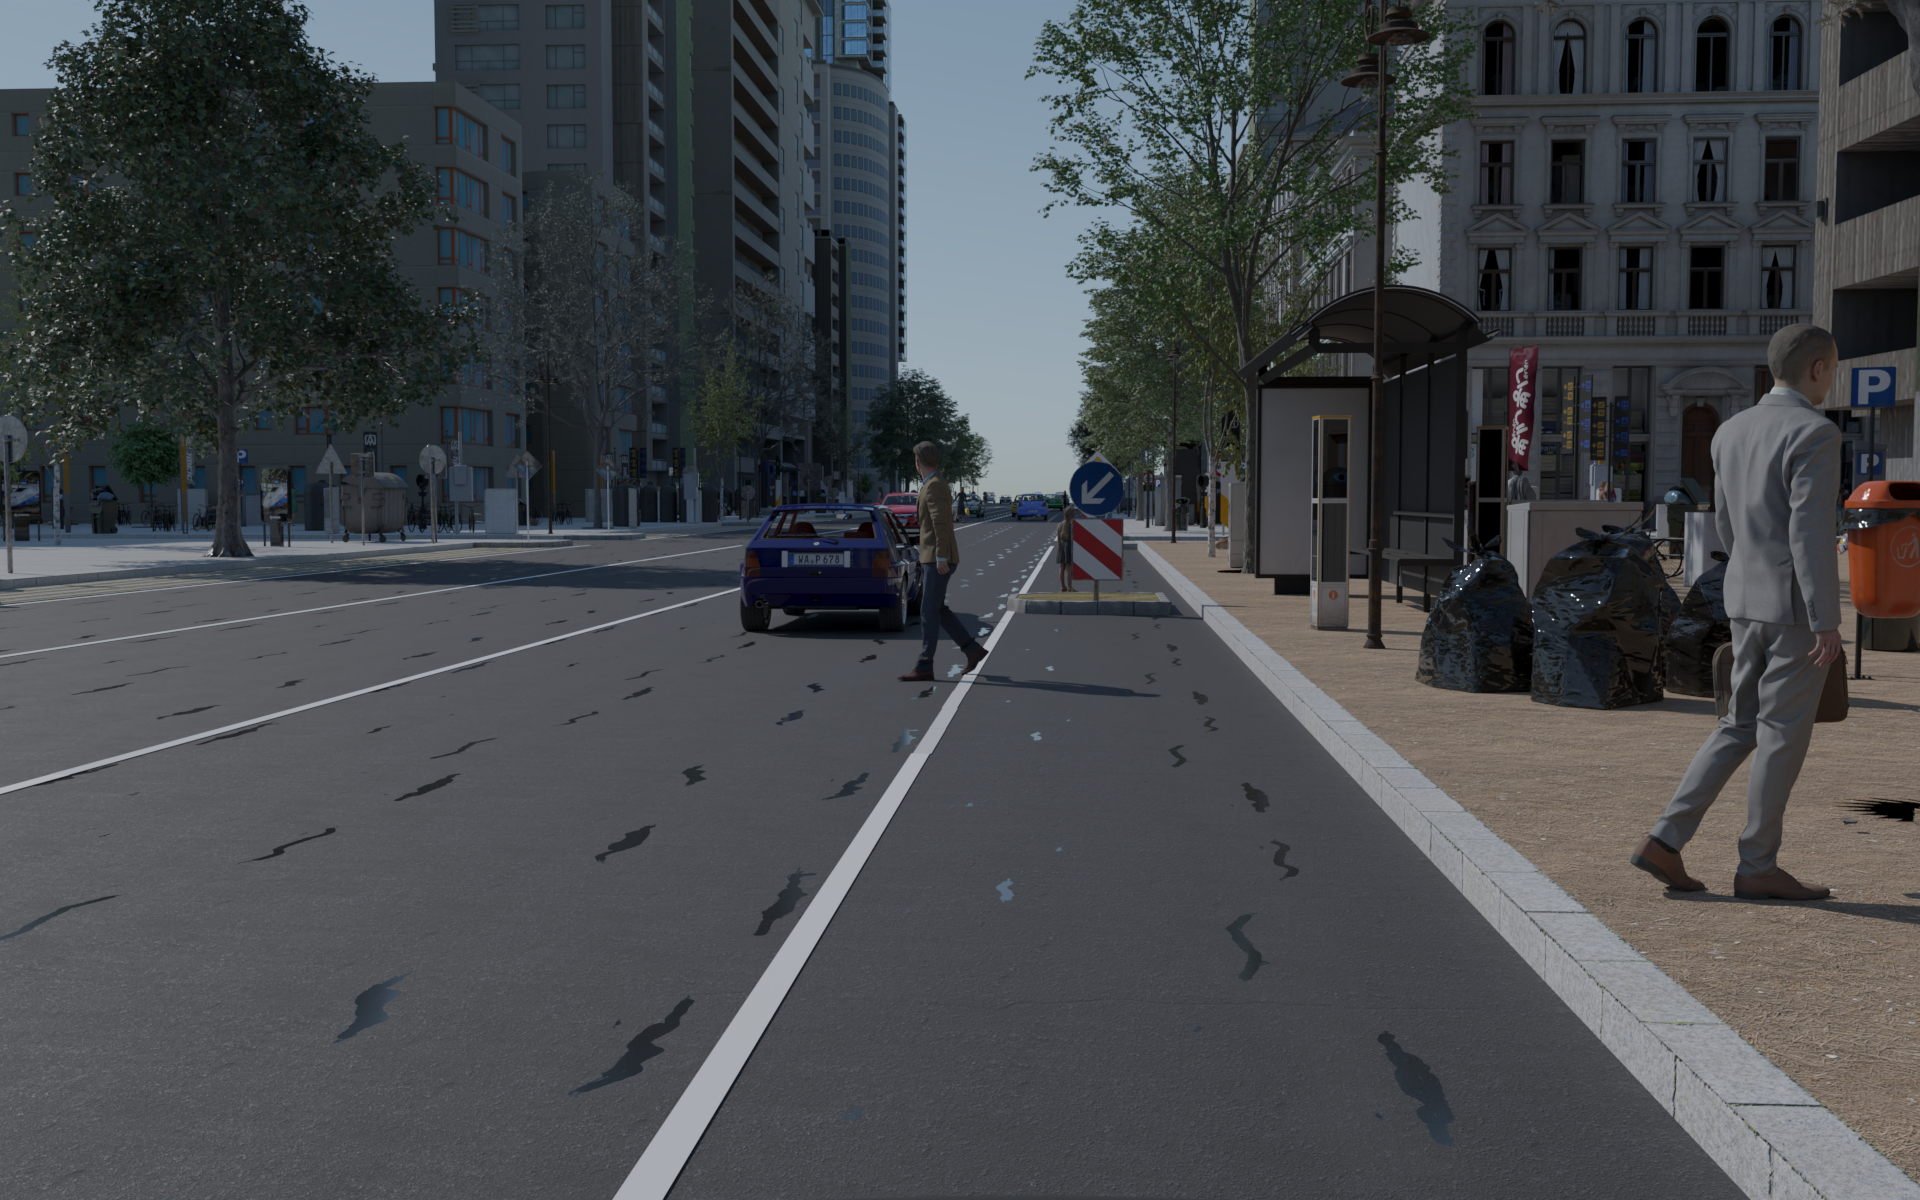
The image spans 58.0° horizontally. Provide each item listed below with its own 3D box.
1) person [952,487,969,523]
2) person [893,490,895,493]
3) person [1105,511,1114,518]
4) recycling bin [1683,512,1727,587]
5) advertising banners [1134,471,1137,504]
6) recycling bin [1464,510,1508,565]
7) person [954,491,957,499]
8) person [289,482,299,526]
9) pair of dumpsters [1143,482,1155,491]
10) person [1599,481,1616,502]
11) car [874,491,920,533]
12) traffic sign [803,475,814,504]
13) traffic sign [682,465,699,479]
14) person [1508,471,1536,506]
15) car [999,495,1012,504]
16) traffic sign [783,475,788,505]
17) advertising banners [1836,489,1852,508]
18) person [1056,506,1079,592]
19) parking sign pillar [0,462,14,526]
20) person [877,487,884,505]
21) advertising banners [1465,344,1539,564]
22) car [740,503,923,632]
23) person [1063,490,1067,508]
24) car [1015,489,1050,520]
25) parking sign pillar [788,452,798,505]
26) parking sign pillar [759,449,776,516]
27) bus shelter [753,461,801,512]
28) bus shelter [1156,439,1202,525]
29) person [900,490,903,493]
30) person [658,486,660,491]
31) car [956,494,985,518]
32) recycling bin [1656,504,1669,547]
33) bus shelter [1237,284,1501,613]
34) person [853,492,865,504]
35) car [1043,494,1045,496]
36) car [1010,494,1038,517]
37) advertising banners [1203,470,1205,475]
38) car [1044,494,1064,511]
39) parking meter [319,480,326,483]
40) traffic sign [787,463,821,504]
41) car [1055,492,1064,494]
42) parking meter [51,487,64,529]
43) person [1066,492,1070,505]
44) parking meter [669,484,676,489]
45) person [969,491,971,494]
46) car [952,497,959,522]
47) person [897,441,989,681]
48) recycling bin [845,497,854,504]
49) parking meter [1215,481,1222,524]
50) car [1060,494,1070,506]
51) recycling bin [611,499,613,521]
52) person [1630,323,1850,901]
[{"bbox_3d":[-0.299,-4.644,84.652,1.509,1.804,0.699,1,4,10],"label":"person"},{"bbox_3d":[-8.000,-12.242,206.900,0.721,1.736,1.217,-1,4,-21],"label":"person"},{"bbox_3d":[4.930,-2.964,56.972,0.388,1.821,0.555,0,4,3],"label":"person"},{"bbox_3d":[10.403,-0.683,23.726,0.722,1.027,0.722,0,4,3],"label":"recycling bin"},{"bbox_3d":[13.439,-8.007,127.103,2.074,3.025,0.090,2,4,27],"label":"advertising banners"},{"bbox_3d":[8.302,-0.902,27.300,0.722,1.027,0.722,-2,4,-31],"label":"recycling bin"},{"bbox_3d":[-0.640,-14.129,237.727,0.621,1.740,0.551,-3,4,-38],"label":"person"},{"bbox_3d":[-26.897,-3.874,69.622,0.600,1.795,0.529,-2,4,-25],"label":"person"},{"bbox_3d":[11.777,-6.400,107.130,1.574,2.255,4.437,0,4,4],"label":"pair of dumpsters"},{"bbox_3d":[18.970,-2.592,50.852,0.573,1.828,0.580,-3,5,-40],"label":"person"},{"bbox_3d":[-2.067,-3.341,63.661,2.155,1.783,4.494,0,4,2],"label":"car"},{"bbox_3d":[-9.894,-6.917,113.202,0.768,2.556,0.104,0,4,6],"label":"traffic sign"},{"bbox_3d":[-11.940,-4.686,76.727,0.768,2.556,0.104,0,4,4],"label":"traffic sign"},{"bbox_3d":[10.452,-1.606,32.405,0.679,1.850,0.850,3,5,41],"label":"person"},{"bbox_3d":[6.540,-14.421,248.366,1.945,1.354,3.894,0,4,3],"label":"car"},{"bbox_3d":[-11.492,-7.046,115.303,0.768,2.556,0.104,0,4,5],"label":"traffic sign"},{"bbox_3d":[30.100,-3.845,59.050,2.074,3.025,0.090,3,5,43],"label":"advertising banners"},{"bbox_3d":[1.578,-0.741,25.279,0.362,1.253,0.373,3,5,44],"label":"person"},{"bbox_3d":[-38.127,-4.943,69.296,1.447,3.967,1.447,1,4,17],"label":"parking sign pillar"},{"bbox_3d":[-4.290,-5.156,92.816,0.388,1.821,0.555,1,4,18],"label":"person"},{"bbox_3d":[6.362,-1.528,21.176,0.090,3.025,2.074,-1,4,-20],"label":"advertising banners"},{"bbox_3d":[-1.335,-0.419,19.433,1.945,1.354,3.894,0,4,4],"label":"car"},{"bbox_3d":[10.713,-10.310,177.198,0.705,1.807,1.348,-1,4,-13],"label":"person"},{"bbox_3d":[4.003,-5.260,95.587,1.945,1.707,3.694,0,4,2],"label":"car"},{"bbox_3d":[-10.706,-7.513,111.309,1.447,3.967,1.447,-1,4,-13],"label":"parking sign pillar"},{"bbox_3d":[-11.477,-7.040,103.578,1.447,3.967,1.447,1,4,19],"label":"parking sign pillar"},{"bbox_3d":[-11.344,-6.955,107.641,2.014,3.302,5.546,0,4,4],"label":"bus shelter"},{"bbox_3d":[9.415,-5.093,74.558,1.731,3.624,6.357,0,4,4],"label":"bus shelter"},{"bbox_3d":[-7.318,-12.852,216.844,0.551,1.740,0.621,-2,4,-28],"label":"person"},{"bbox_3d":[-19.530,-6.495,112.591,0.694,1.780,0.624,1,4,11],"label":"person"},{"bbox_3d":[0.482,-5.792,106.492,2.131,1.459,4.920,0,4,5],"label":"car"},{"bbox_3d":[17.531,-1.825,42.390,0.722,1.027,0.722,-3,5,-44],"label":"recycling bin"},{"bbox_3d":[4.378,-1.566,19.526,2.014,3.302,5.546,0,4,4],"label":"bus shelter"},{"bbox_3d":[-9.556,-9.589,163.533,1.217,1.735,0.721,-1,4,-14],"label":"person"},{"bbox_3d":[11.971,-14.834,254.532,2.014,1.417,4.499,0,4,4],"label":"car"},{"bbox_3d":[4.154,-6.109,110.098,2.015,1.641,3.980,0,4,3],"label":"car"},{"bbox_3d":[18.725,-7.932,125.869,2.074,3.025,0.090,0,4,8],"label":"advertising banners"},{"bbox_3d":[7.901,-8.495,147.682,1.959,1.807,4.718,0,4,3],"label":"car"},{"bbox_3d":[-26.497,-4.052,71.962,0.255,1.863,0.399,-1,4,-12],"label":"parking meter"},{"bbox_3d":[-10.290,-7.356,114.144,2.265,3.308,0.079,1,4,12],"label":"traffic sign"},{"bbox_3d":[15.464,-15.799,266.984,2.281,1.827,5.304,0,4,2],"label":"car"},{"bbox_3d":[-32.867,-3.344,63.085,0.372,1.533,0.369,0,3,0],"label":"parking meter"},{"bbox_3d":[14.242,-13.671,232.725,1.217,1.736,0.721,0,4,-8],"label":"person"},{"bbox_3d":[-16.624,-5.790,100.371,0.255,1.863,0.399,2,4,26],"label":"parking meter"},{"bbox_3d":[1.470,-15.731,263.180,0.705,1.831,1.348,0,4,-5],"label":"person"},{"bbox_3d":[-1.091,-4.677,88.834,2.083,1.381,4.827,0,4,5],"label":"car"},{"bbox_3d":[-0.159,-0.310,13.480,0.836,1.842,0.656,-2,4,-30],"label":"person"},{"bbox_3d":[-8.369,-7.201,130.283,0.722,1.027,0.722,1,4,12],"label":"recycling bin"},{"bbox_3d":[11.112,-4.194,74.291,0.399,1.863,0.255,1,4,13],"label":"parking meter"},{"bbox_3d":[12.873,-12.562,217.392,2.014,1.417,4.499,0,4,2],"label":"car"},{"bbox_3d":[-17.146,-4.338,83.482,0.722,1.027,0.722,-3,5,-45],"label":"recycling bin"},{"bbox_3d":[2.594,0.041,5.487,0.853,1.813,0.709,-1,4,-13],"label":"person"}]
